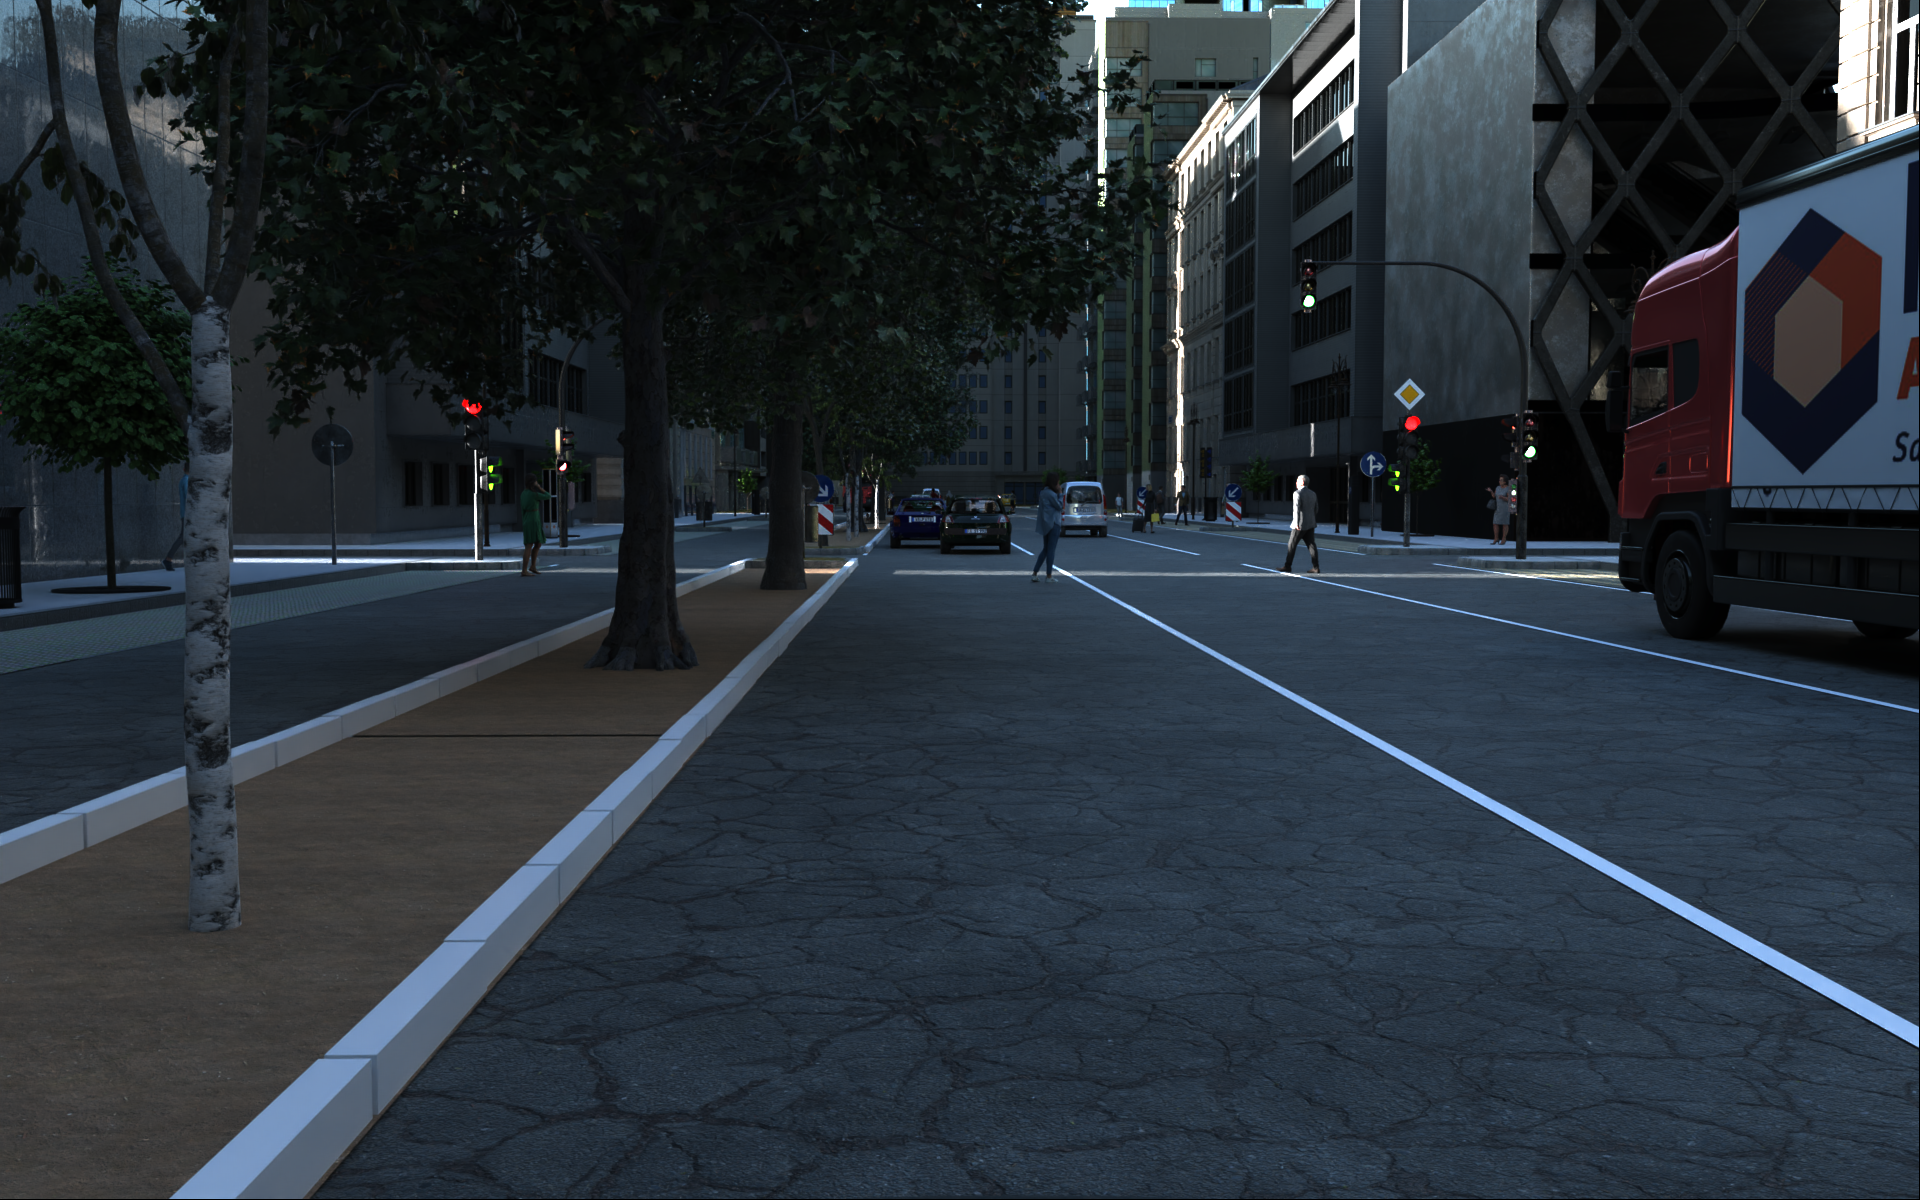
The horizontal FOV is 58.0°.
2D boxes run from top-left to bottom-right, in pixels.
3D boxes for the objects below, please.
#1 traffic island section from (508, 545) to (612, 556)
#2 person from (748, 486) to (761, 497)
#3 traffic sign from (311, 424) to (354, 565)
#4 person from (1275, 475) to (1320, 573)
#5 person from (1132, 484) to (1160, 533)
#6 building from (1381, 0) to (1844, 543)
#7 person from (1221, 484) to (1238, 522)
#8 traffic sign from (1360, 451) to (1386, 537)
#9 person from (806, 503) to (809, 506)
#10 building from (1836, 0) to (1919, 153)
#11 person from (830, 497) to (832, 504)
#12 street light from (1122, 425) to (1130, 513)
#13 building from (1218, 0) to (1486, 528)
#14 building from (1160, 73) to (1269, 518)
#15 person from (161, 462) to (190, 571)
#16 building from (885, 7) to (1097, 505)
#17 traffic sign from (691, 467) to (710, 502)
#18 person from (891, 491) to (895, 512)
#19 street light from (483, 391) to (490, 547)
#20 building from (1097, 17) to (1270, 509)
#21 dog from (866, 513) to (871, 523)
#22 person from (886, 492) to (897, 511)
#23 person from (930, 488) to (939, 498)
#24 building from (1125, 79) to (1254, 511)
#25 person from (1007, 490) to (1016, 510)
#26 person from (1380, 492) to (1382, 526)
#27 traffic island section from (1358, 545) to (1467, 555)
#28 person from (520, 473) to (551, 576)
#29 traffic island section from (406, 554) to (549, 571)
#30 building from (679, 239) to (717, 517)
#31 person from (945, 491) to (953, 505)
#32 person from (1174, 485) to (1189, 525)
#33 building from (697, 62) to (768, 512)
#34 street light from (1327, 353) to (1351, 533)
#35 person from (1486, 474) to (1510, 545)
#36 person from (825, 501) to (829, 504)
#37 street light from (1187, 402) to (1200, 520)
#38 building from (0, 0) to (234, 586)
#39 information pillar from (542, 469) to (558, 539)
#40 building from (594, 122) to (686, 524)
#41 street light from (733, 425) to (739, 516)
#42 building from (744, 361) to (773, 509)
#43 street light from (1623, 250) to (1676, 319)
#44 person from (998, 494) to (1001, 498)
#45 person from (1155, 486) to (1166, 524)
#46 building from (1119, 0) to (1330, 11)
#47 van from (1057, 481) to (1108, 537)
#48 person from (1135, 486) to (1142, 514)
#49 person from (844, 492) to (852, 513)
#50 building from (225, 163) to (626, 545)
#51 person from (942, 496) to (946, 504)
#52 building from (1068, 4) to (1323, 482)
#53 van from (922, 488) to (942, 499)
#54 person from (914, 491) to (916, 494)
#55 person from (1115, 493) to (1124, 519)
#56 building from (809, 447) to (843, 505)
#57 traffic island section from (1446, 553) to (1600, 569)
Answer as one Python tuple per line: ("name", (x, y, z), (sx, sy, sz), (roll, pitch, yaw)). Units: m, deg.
("traffic island section", (-9.551, -1.186, 41.672), (2.009, 0.180, 2.903), (0, 4, -1))
("person", (-14.242, -7.015, 120.753), (1.348, 1.823, 0.705), (1, 4, 9))
("traffic sign", (-11.365, -1.913, 31.384), (0.768, 2.556, 0.104), (0, 4, 1))
("person", (6.182, -1.384, 31.522), (0.834, 1.777, 0.661), (3, 5, 41))
("person", (6.872, -3.376, 63.910), (0.699, 1.804, 1.509), (-1, 4, -10))
("building", (23.241, -11.268, 51.691), (16.811, 18.784, 16.820), (0, 4, -1))
("person", (12.398, -4.485, 79.864), (0.782, 1.767, 0.515), (3, 4, 37))
("traffic sign", (12.365, -3.167, 51.892), (0.768, 2.556, 0.104), (0, 4, 6))
("person", (-11.451, -7.420, 129.950), (0.705, 1.807, 1.348), (-1, 4, -20))
("building", (21.856, -13.582, 19.333), (12.463, 27.353, 25.104), (0, 4, -1))
("person", (-12.984, -9.954, 174.503), (1.065, 1.426, 0.557), (0, 4, -2))
("street light", (11.202, -8.805, 116.755), (0.468, 5.910, 1.993), (0, 4, -1))
("building", (21.099, -15.782, 77.106), (14.314, 24.678, 30.058), (0, 4, -1))
("building", (19.799, -18.793, 104.532), (12.463, 27.353, 25.104), (0, 4, -1))
("person", (-12.967, -1.413, 29.001), (0.748, 1.841, 0.638), (-1, 4, -15))
("building", (1.473, -41.002, 212.378), (28.212, 58.520, 21.231), (0, 4, -1))
("traffic sign", (-12.401, -5.061, 82.750), (0.884, 2.594, 0.081), (0, 4, -1))
("person", (-5.508, -8.094, 141.764), (0.530, 1.710, 0.541), (0, 4, 6))
("street light", (-11.577, -4.246, 42.206), (0.468, 5.910, 1.993), (0, 4, -1))
("building", (18.993, -28.701, 152.857), (14.154, 41.232, 14.086), (0, 4, -1))
("dog", (-4.469, -4.030, 85.177), (0.406, 0.507, 0.540), (-1, 4, -21))
("person", (-5.206, -7.235, 127.522), (1.217, 1.736, 0.721), (0, 4, 3))
("person", (-1.874, -6.801, 119.661), (1.348, 1.831, 0.705), (-3, 5, -42))
("building", (19.876, -21.580, 124.536), (14.160, 30.474, 14.107), (0, 4, -1))
("person", (4.134, -7.910, 138.623), (0.721, 1.735, 1.217), (3, 5, 39))
("person", (15.130, -3.365, 61.030), (0.822, 1.834, 0.622), (-1, 4, -11))
("traffic island section", (10.885, -1.214, 42.135), (2.009, 0.180, 2.903), (0, 4, -1))
("person", (-7.512, -1.318, 30.293), (0.600, 1.795, 0.529), (2, 4, 35))
("traffic island section", (-9.368, -0.698, 33.689), (2.009, 0.180, 2.903), (0, 4, -1))
("building", (-22.026, -19.416, 103.351), (13.634, 28.700, 20.117), (0, 4, -1))
("person", (-0.947, -8.415, 146.817), (1.217, 1.736, 0.721), (-1, 4, -17))
("person", (10.090, -4.306, 78.820), (0.656, 1.842, 0.836), (-3, 4, -38))
("building", (-27.329, -31.268, 130.844), (23.786, 49.044, 30.456), (0, 4, -1))
("street light", (12.453, -5.150, 56.994), (0.468, 5.910, 1.993), (0, 4, -1))
("person", (13.604, -2.291, 43.859), (0.532, 1.782, 0.716), (-2, 4, -34))
("person", (-8.558, -5.947, 110.420), (0.332, 1.250, 0.352), (3, 5, 43))
("street light", (11.762, -6.997, 87.189), (0.468, 5.910, 1.993), (0, 4, -1))
("building", (-23.438, -12.693, 25.547), (19.932, 24.808, 12.078), (0, 4, -1))
("information pillar", (-11.831, -2.783, 49.999), (0.304, 2.012, 0.304), (2, 4, 31))
("building", (-19.616, -15.577, 83.570), (11.050, 23.489, 19.941), (0, 4, -1))
("street light", (-12.988, -7.775, 99.911), (0.468, 5.910, 1.993), (0, 4, -1))
("building", (-23.698, -23.368, 153.772), (14.160, 30.474, 14.107), (0, 4, -1))
("street light", (13.134, -3.683, 32.999), (0.468, 5.910, 1.993), (0, 4, -1))
("person", (4.376, -10.854, 189.154), (0.628, 1.438, 0.799), (1, 4, 9))
("person", (9.434, -4.472, 81.584), (0.622, 1.834, 0.822), (3, 5, 45))
("building", (31.504, -55.028, 212.379), (31.000, 86.520, 22.319), (0, 4, -1))
("van", (4.023, -3.179, 58.985), (2.013, 2.044, 4.112), (0, 4, -2))
("person", (11.512, -6.316, 109.791), (0.782, 1.767, 0.515), (3, 5, 43))
("person", (-8.631, -7.605, 133.295), (0.568, 1.767, 0.683), (0, 4, 7))
("building", (-20.493, -14.588, 57.574), (14.314, 24.678, 30.058), (0, 4, -1))
("person", (-0.919, -5.549, 103.482), (0.306, 1.304, 0.590), (3, 4, 38))
("building", (23.622, -33.978, 175.152), (23.786, 49.044, 30.456), (0, 4, -1))
("van", (-2.190, -7.606, 131.362), (2.013, 2.044, 4.112), (0, 4, -2))
("person", (-4.465, -9.900, 171.088), (1.217, 1.735, 0.721), (1, 4, 21))
("person", (9.060, -5.313, 97.956), (0.503, 1.515, 0.523), (-1, 4, -13))
("building", (-19.571, -32.079, 208.088), (14.086, 41.232, 14.154), (0, 4, -1))
("traffic island section", (11.068, -0.726, 34.152), (2.009, 0.180, 2.903), (0, 4, -1))
